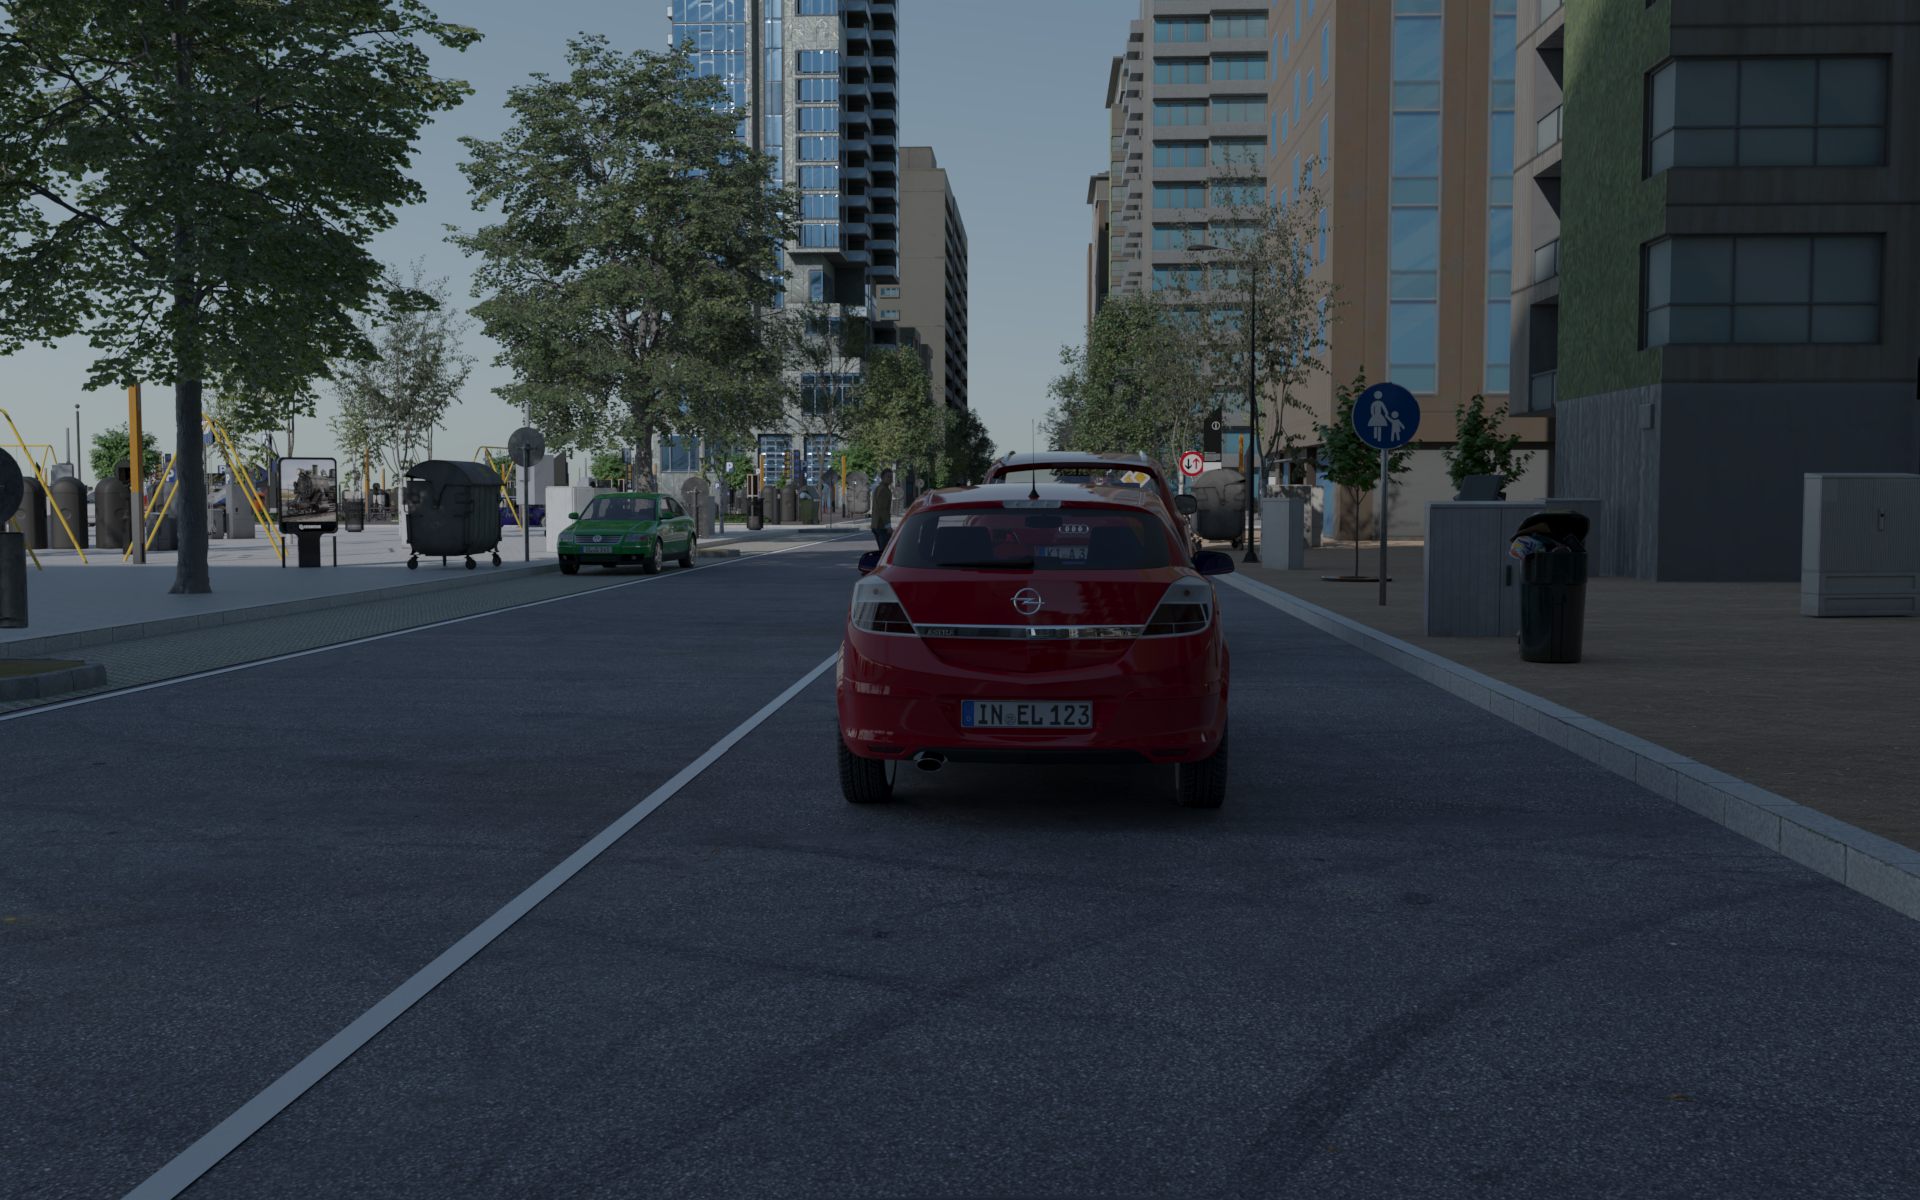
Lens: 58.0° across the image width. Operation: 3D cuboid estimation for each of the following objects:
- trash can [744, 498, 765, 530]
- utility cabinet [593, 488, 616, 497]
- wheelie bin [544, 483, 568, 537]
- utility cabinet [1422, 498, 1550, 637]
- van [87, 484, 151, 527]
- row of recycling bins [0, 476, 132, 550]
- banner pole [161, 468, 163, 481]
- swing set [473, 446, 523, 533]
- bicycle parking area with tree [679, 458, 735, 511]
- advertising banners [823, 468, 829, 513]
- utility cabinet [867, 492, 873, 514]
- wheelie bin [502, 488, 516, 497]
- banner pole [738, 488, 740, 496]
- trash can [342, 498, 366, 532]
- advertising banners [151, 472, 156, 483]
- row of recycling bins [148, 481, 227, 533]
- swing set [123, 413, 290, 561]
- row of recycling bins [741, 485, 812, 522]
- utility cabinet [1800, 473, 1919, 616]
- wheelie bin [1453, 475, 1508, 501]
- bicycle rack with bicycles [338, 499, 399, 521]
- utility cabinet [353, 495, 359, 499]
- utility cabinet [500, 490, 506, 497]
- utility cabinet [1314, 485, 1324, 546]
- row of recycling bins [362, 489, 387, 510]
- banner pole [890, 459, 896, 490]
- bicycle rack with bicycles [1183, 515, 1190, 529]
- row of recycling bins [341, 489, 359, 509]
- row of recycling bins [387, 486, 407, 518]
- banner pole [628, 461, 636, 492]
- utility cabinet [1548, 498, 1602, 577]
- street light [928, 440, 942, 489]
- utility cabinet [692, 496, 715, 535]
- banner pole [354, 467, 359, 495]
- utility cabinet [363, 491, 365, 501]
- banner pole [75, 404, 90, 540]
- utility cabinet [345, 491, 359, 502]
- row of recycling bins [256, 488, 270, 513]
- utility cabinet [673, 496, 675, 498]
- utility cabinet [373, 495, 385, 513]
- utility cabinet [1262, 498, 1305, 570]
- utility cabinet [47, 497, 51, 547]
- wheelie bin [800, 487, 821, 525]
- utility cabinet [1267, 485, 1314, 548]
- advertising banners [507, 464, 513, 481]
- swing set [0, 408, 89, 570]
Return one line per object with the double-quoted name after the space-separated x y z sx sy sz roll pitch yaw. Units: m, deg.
-7.254 -3.035 61.268 0.748 1.137 0.748 0 3 0 "trash can"
-13.226 -3.380 63.938 0.318 1.500 1.173 2 4 31 "utility cabinet"
-11.992 -2.667 51.513 0.980 1.594 0.693 1 4 10 "wheelie bin"
4.728 -0.274 15.635 1.020 1.237 0.306 0 4 4 "utility cabinet"
-34.556 -3.871 70.309 4.112 2.044 2.013 0 4 2 "van"
-21.215 -2.036 40.398 3.534 1.692 1.069 -1 4 -15 "row of recycling bins"
-67.345 -9.527 145.785 0.863 3.779 0.401 1 4 10 "banner pole"
-15.240 -3.689 57.937 2.862 2.851 3.119 1 4 11 "swing set"
-19.065 -9.028 134.611 9.016 4.147 8.231 -1 4 -21 "bicycle parking area with tree"
-8.918 -7.297 115.497 0.090 3.025 2.074 -1 4 -15 "advertising banners"
-6.037 -6.156 109.337 1.173 1.500 0.318 2 4 25 "utility cabinet"
-22.832 -4.921 88.359 0.980 1.594 0.693 -1 4 -12 "wheelie bin"
-17.625 -9.148 139.580 0.863 3.779 0.401 1 4 19 "banner pole"
-20.338 -2.844 58.152 0.748 1.137 0.748 0 3 0 "trash can"
-64.243 -8.574 136.371 2.074 3.025 0.090 0 4 -3 "advertising banners"
-24.948 -3.008 56.298 1.069 1.692 3.534 1 4 17 "row of recycling bins"
-15.081 -2.273 34.788 2.862 2.851 3.119 -1 4 -19 "swing set"
-8.485 -4.531 81.194 3.534 1.692 1.069 0 4 -6 "row of recycling bins"
9.416 -0.574 18.056 1.173 1.500 0.318 -1 4 -9 "utility cabinet"
8.555 -1.255 28.433 0.980 1.594 0.693 3 5 40 "wheelie bin"
-28.722 -4.338 84.309 2.925 0.926 2.852 0 4 -1 "bicycle rack with bicycles"
-42.701 -6.814 122.575 0.306 1.237 1.020 -2 4 -34 "utility cabinet"
-24.387 -5.147 92.828 0.318 1.500 1.173 0 4 -2 "utility cabinet"
8.574 -2.060 42.354 0.318 1.500 1.173 0 4 -6 "utility cabinet"
-43.865 -7.639 132.017 1.069 1.692 3.534 2 4 26 "row of recycling bins"
-4.719 -8.042 121.508 0.401 3.779 0.863 -3 4 -39 "banner pole"
8.097 -2.902 60.831 2.925 0.926 2.852 0 4 2 "bicycle rack with bicycles"
-51.380 -8.682 149.062 3.534 1.692 1.069 -2 4 -27 "row of recycling bins"
-30.028 -5.261 93.130 1.069 1.692 3.534 -1 4 -21 "row of recycling bins"
-24.606 -8.544 129.710 0.863 3.779 0.401 -1 4 -13 "banner pole"
9.410 -0.958 26.825 1.020 1.237 0.306 -1 4 -17 "utility cabinet"
-2.155 -10.791 148.969 1.470 5.913 1.316 0 4 3 "street light"
-8.096 -2.660 54.649 0.306 1.237 1.020 1 4 20 "utility cabinet"
-49.594 -9.311 142.255 0.863 3.779 0.401 3 5 41 "banner pole"
-47.400 -7.920 138.174 0.318 1.500 1.173 -1 4 -13 "utility cabinet"
-24.601 -3.571 48.407 0.401 3.779 0.863 -2 4 -24 "banner pole"
-51.323 -8.417 146.299 1.173 1.500 0.318 -1 4 -14 "utility cabinet"
-43.917 -6.276 109.731 3.534 1.692 1.069 2 4 33 "row of recycling bins"
-10.588 -3.164 62.890 0.306 1.237 1.020 0 4 3 "utility cabinet"
-40.490 -6.701 120.716 1.020 1.237 0.306 3 5 42 "utility cabinet"
5.539 -1.133 29.683 0.306 1.237 1.020 -1 4 -17 "utility cabinet"
-22.156 -1.890 42.061 1.020 1.237 0.306 2 4 26 "utility cabinet"
-6.301 -3.955 72.568 0.693 1.594 0.980 2 4 25 "wheelie bin"
7.634 -1.945 40.485 1.173 1.500 0.318 -2 4 -23 "utility cabinet"
-25.937 -6.451 101.661 0.090 3.025 2.074 1 4 20 "advertising banners"
-17.200 -1.999 30.312 2.862 2.851 3.119 -1 4 -13 "swing set"
